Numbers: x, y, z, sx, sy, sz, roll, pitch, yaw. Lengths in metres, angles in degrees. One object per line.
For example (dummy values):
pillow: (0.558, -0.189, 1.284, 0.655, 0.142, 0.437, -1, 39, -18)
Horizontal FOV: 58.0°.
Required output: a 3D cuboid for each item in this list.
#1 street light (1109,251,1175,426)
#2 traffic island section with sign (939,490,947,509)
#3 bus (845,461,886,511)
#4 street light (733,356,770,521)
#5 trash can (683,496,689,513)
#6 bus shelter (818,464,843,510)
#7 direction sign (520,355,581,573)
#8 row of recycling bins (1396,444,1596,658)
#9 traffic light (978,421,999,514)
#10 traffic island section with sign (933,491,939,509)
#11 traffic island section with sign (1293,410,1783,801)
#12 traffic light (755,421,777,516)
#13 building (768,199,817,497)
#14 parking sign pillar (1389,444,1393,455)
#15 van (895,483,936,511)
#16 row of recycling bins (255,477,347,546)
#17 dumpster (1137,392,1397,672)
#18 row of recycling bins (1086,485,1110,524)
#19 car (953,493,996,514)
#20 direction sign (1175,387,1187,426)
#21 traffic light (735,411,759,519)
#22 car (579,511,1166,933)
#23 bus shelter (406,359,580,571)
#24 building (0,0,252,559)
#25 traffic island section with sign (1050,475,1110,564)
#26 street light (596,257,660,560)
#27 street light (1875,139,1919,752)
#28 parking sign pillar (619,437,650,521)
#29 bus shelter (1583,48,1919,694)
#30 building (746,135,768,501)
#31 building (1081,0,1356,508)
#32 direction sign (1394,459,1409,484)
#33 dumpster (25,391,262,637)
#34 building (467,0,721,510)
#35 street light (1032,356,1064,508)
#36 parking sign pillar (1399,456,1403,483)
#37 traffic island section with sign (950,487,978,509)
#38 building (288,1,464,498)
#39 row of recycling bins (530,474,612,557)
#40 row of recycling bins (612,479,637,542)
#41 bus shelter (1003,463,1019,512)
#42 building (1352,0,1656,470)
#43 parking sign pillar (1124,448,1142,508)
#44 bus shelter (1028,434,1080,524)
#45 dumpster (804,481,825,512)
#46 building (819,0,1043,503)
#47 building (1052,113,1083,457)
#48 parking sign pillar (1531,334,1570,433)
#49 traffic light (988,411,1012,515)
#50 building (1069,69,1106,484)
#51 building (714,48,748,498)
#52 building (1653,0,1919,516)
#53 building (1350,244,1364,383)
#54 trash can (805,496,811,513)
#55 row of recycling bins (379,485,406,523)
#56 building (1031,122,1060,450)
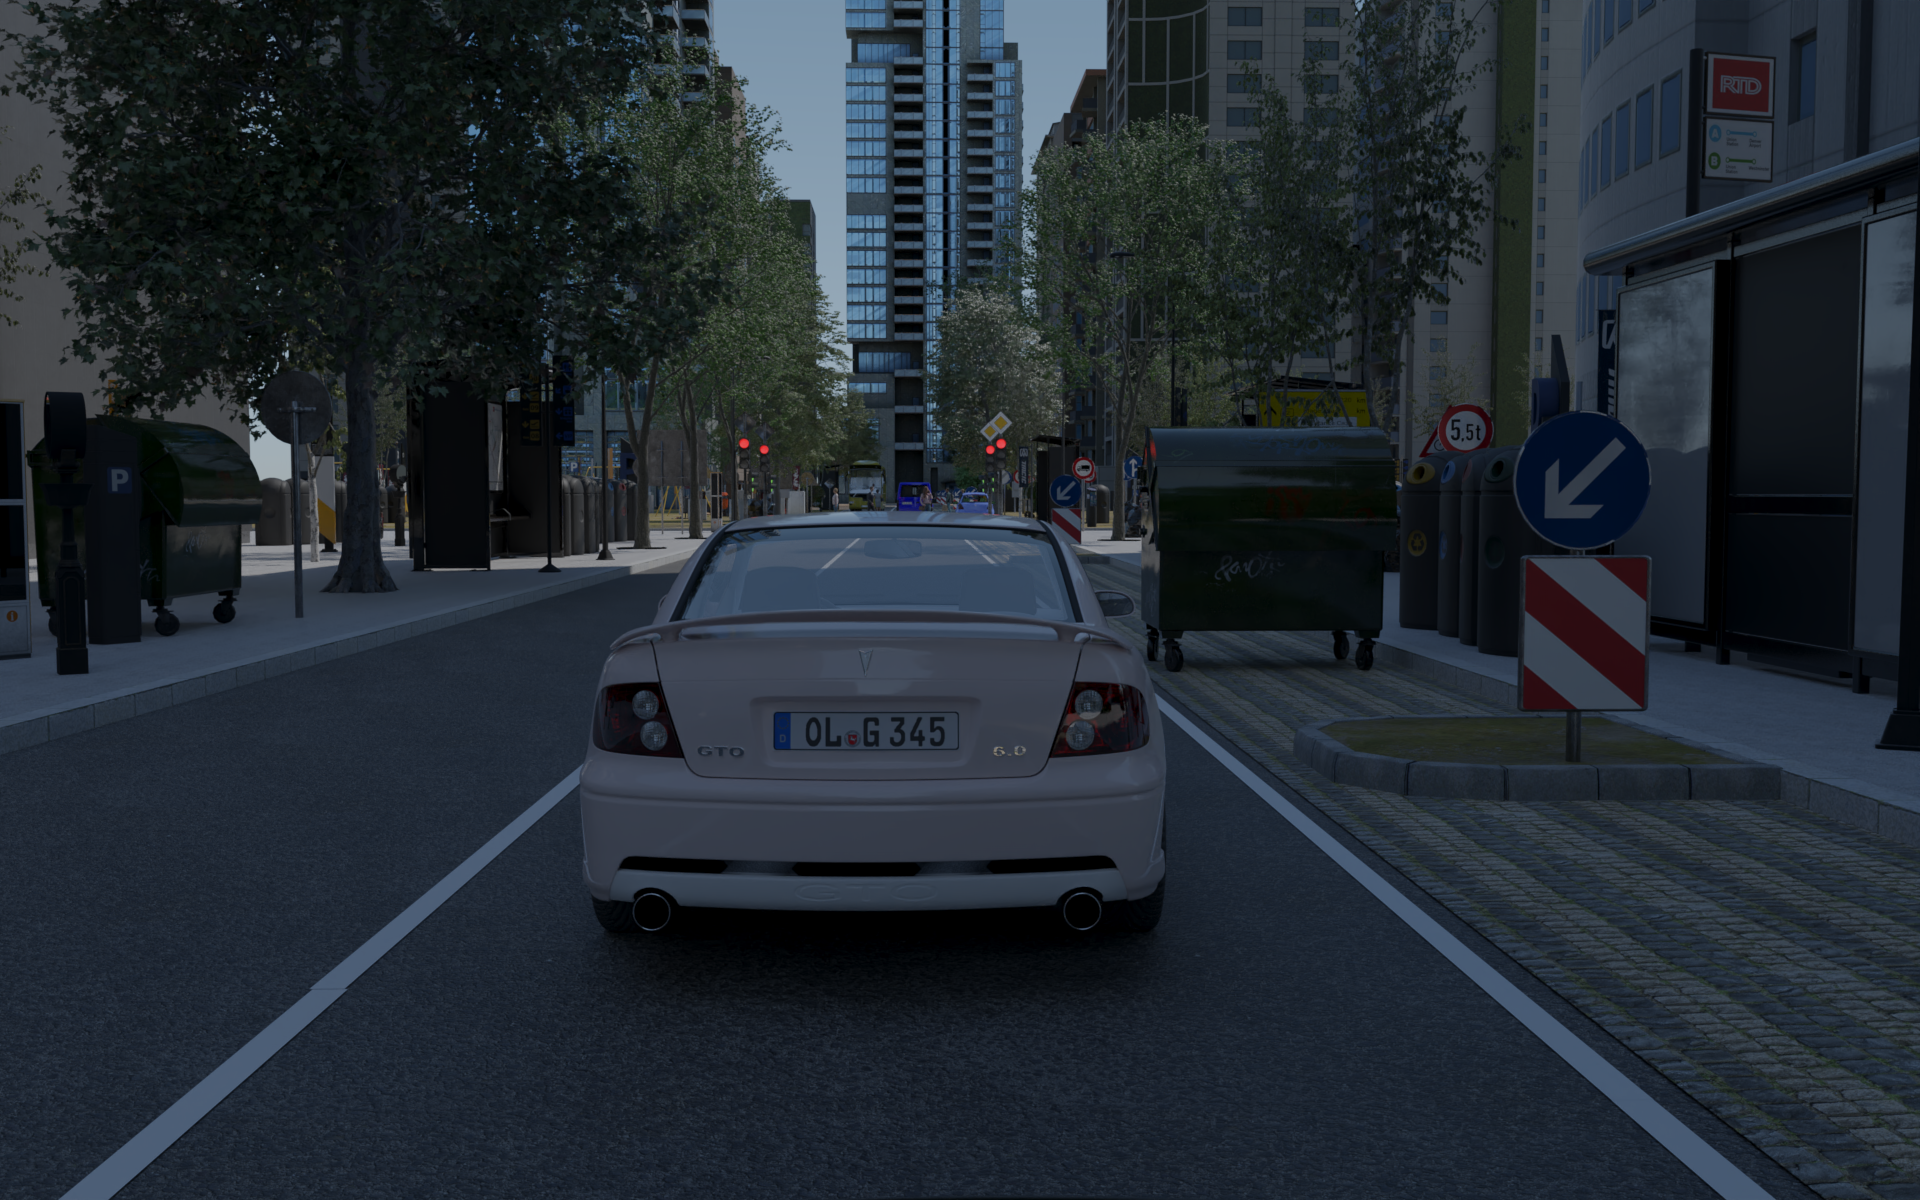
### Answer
street light: (3.557, -3.719, 33.343, 1.470, 5.913, 1.316, 0, 4, -2)
traffic island section with sign: (-0.287, -6.732, 118.699, 1.989, 1.847, 2.006, 0, 4, -2)
bus: (-6.973, -8.516, 130.776, 2.896, 3.916, 12.252, 0, 4, -1)
street light: (-7.085, -5.254, 58.441, 1.470, 5.913, 1.316, 0, 4, -2)
trash can: (-18.292, -6.305, 114.737, 0.748, 1.137, 0.748, 0, 3, 0)
bus shelter: (-10.336, -9.031, 138.941, 1.731, 3.624, 6.357, 0, 4, -2)
direction sign: (-6.740, -2.223, 28.344, 0.876, 3.537, 0.379, 0, 4, -4)
row of recycling bins: (4.691, -0.497, 15.241, 1.069, 1.692, 3.534, 0, 4, 1)
traffic light: (1.137, -4.763, 66.788, 0.839, 4.253, 0.868, 0, 4, -2)
traffic island section with sign: (-1.694, -9.785, 168.618, 1.989, 1.847, 2.006, 0, 4, -2)
traffic island section with sign: (2.821, -0.022, 8.980, 1.989, 1.847, 2.006, 0, 4, -2)
traffic light: (-7.470, -4.747, 66.530, 0.839, 4.253, 0.868, 0, 4, -2)
building: (-27.284, -34.164, 242.173, 14.086, 41.232, 14.154, 0, 4, -2)
parking sign pillar: (22.460, -6.379, 92.761, 1.447, 3.967, 1.447, 1, 4, 10)
van: (-2.441, -5.490, 94.138, 2.240, 2.365, 5.245, 0, 4, -1)
row of recycling bins: (-16.814, -2.284, 44.459, 1.069, 1.692, 3.534, 1, 4, 11)
dumpster: (2.473, -0.573, 14.324, 1.985, 2.255, 1.502, 0, 4, -2)
row of recycling bins: (6.056, -4.259, 76.739, 1.069, 1.692, 3.534, 0, 4, 2)
car: (0.656, -4.210, 78.423, 1.945, 1.707, 3.694, 0, 4, -1)
direction sign: (4.718, -2.754, 37.020, 0.379, 3.537, 0.876, 1, 4, 23)
traffic light: (-7.244, -4.259, 58.548, 0.839, 4.253, 0.868, 0, 4, -2)
car: (-0.271, 0.325, 7.043, 2.083, 1.381, 4.827, 0, 4, 0)
bus shelter: (-8.412, -2.476, 31.767, 1.731, 3.624, 6.357, 0, 4, -2)
building: (-30.346, -15.011, 38.938, 24.014, 27.812, 14.314, 0, 4, -2)
traffic island section with sign: (2.043, -1.690, 36.259, 1.989, 1.847, 2.006, 0, 4, -2)
street light: (-6.358, -3.730, 33.525, 1.470, 5.913, 1.316, 0, 4, -2)
street light: (4.252, -2.204, 8.579, 1.470, 5.913, 1.316, 0, 4, -2)
parking sign pillar: (-15.434, -5.714, 81.898, 1.447, 3.967, 1.447, 1, 4, 8)
bus shelter: (6.481, -2.185, 13.361, 2.179, 5.291, 8.768, 0, 4, -2)
building: (-30.169, -31.522, 198.974, 14.086, 41.232, 14.154, 0, 4, -2)
building: (21.988, -43.684, 152.485, 20.563, 71.187, 20.611, 0, 4, -2)
direction sign: (28.273, -7.280, 111.022, 0.876, 3.537, 0.379, 1, 4, 21)
dumpster: (-7.671, -0.844, 16.296, 1.502, 2.255, 1.985, 0, 4, -2)
building: (-32.565, -51.499, 154.676, 22.319, 86.520, 31.000, 0, 4, -2)
street light: (2.915, -5.231, 58.072, 1.470, 5.913, 1.316, 0, 4, -2)
parking sign pillar: (30.961, -8.199, 122.533, 1.447, 3.967, 1.447, 2, 4, 29)
traffic island section with sign: (0.478, -5.084, 91.754, 1.989, 1.847, 2.006, 0, 4, -2)
building: (-61.669, -46.218, 193.916, 20.611, 71.187, 20.563, 0, 4, -2)
row of recycling bins: (-8.390, -1.827, 36.984, 1.069, 1.692, 3.534, 0, 4, 0)
row of recycling bins: (-9.491, -2.399, 46.333, 1.069, 1.692, 3.534, 0, 4, 7)
bus shelter: (3.361, -8.150, 124.541, 1.731, 3.624, 6.357, 0, 4, -2)
building: (59.817, -40.062, 197.006, 28.212, 58.520, 21.231, 0, 4, -2)
parking sign pillar: (9.889, -6.648, 97.168, 1.447, 3.967, 1.447, 1, 4, 20)
bus shelter: (3.863, -4.892, 71.262, 1.731, 3.624, 6.357, 0, 4, -2)
dumpster: (-10.514, -7.501, 125.130, 1.502, 2.255, 1.985, 0, 4, -2)
building: (-4.271, -57.067, 245.719, 31.000, 86.520, 22.319, 0, 4, -2)
building: (18.156, -33.612, 199.674, 14.600, 45.320, 14.200, 0, 4, -2)
parking sign pillar: (9.796, -2.463, 28.747, 1.447, 3.967, 1.447, 1, 4, 12)
traffic light: (1.363, -4.274, 58.807, 0.839, 4.253, 0.868, 0, 4, -2)
building: (22.776, -32.012, 178.016, 22.147, 44.769, 28.867, 0, 4, -2)
building: (-29.550, -32.323, 178.585, 14.600, 45.320, 14.200, 0, 4, -2)
building: (23.965, -30.031, 33.001, 21.231, 58.520, 28.212, 0, 4, -2)
building: (38.041, -26.266, 201.150, 14.107, 30.474, 14.160, 0, 4, -2)
trash can: (-11.870, -7.359, 131.967, 0.748, 1.137, 0.748, 0, 3, 0)
row of recycling bins: (-25.812, -4.182, 75.494, 1.069, 1.692, 3.534, 3, 5, 41)
building: (24.883, -40.443, 250.486, 27.495, 52.752, 28.713, 0, 4, -2)
